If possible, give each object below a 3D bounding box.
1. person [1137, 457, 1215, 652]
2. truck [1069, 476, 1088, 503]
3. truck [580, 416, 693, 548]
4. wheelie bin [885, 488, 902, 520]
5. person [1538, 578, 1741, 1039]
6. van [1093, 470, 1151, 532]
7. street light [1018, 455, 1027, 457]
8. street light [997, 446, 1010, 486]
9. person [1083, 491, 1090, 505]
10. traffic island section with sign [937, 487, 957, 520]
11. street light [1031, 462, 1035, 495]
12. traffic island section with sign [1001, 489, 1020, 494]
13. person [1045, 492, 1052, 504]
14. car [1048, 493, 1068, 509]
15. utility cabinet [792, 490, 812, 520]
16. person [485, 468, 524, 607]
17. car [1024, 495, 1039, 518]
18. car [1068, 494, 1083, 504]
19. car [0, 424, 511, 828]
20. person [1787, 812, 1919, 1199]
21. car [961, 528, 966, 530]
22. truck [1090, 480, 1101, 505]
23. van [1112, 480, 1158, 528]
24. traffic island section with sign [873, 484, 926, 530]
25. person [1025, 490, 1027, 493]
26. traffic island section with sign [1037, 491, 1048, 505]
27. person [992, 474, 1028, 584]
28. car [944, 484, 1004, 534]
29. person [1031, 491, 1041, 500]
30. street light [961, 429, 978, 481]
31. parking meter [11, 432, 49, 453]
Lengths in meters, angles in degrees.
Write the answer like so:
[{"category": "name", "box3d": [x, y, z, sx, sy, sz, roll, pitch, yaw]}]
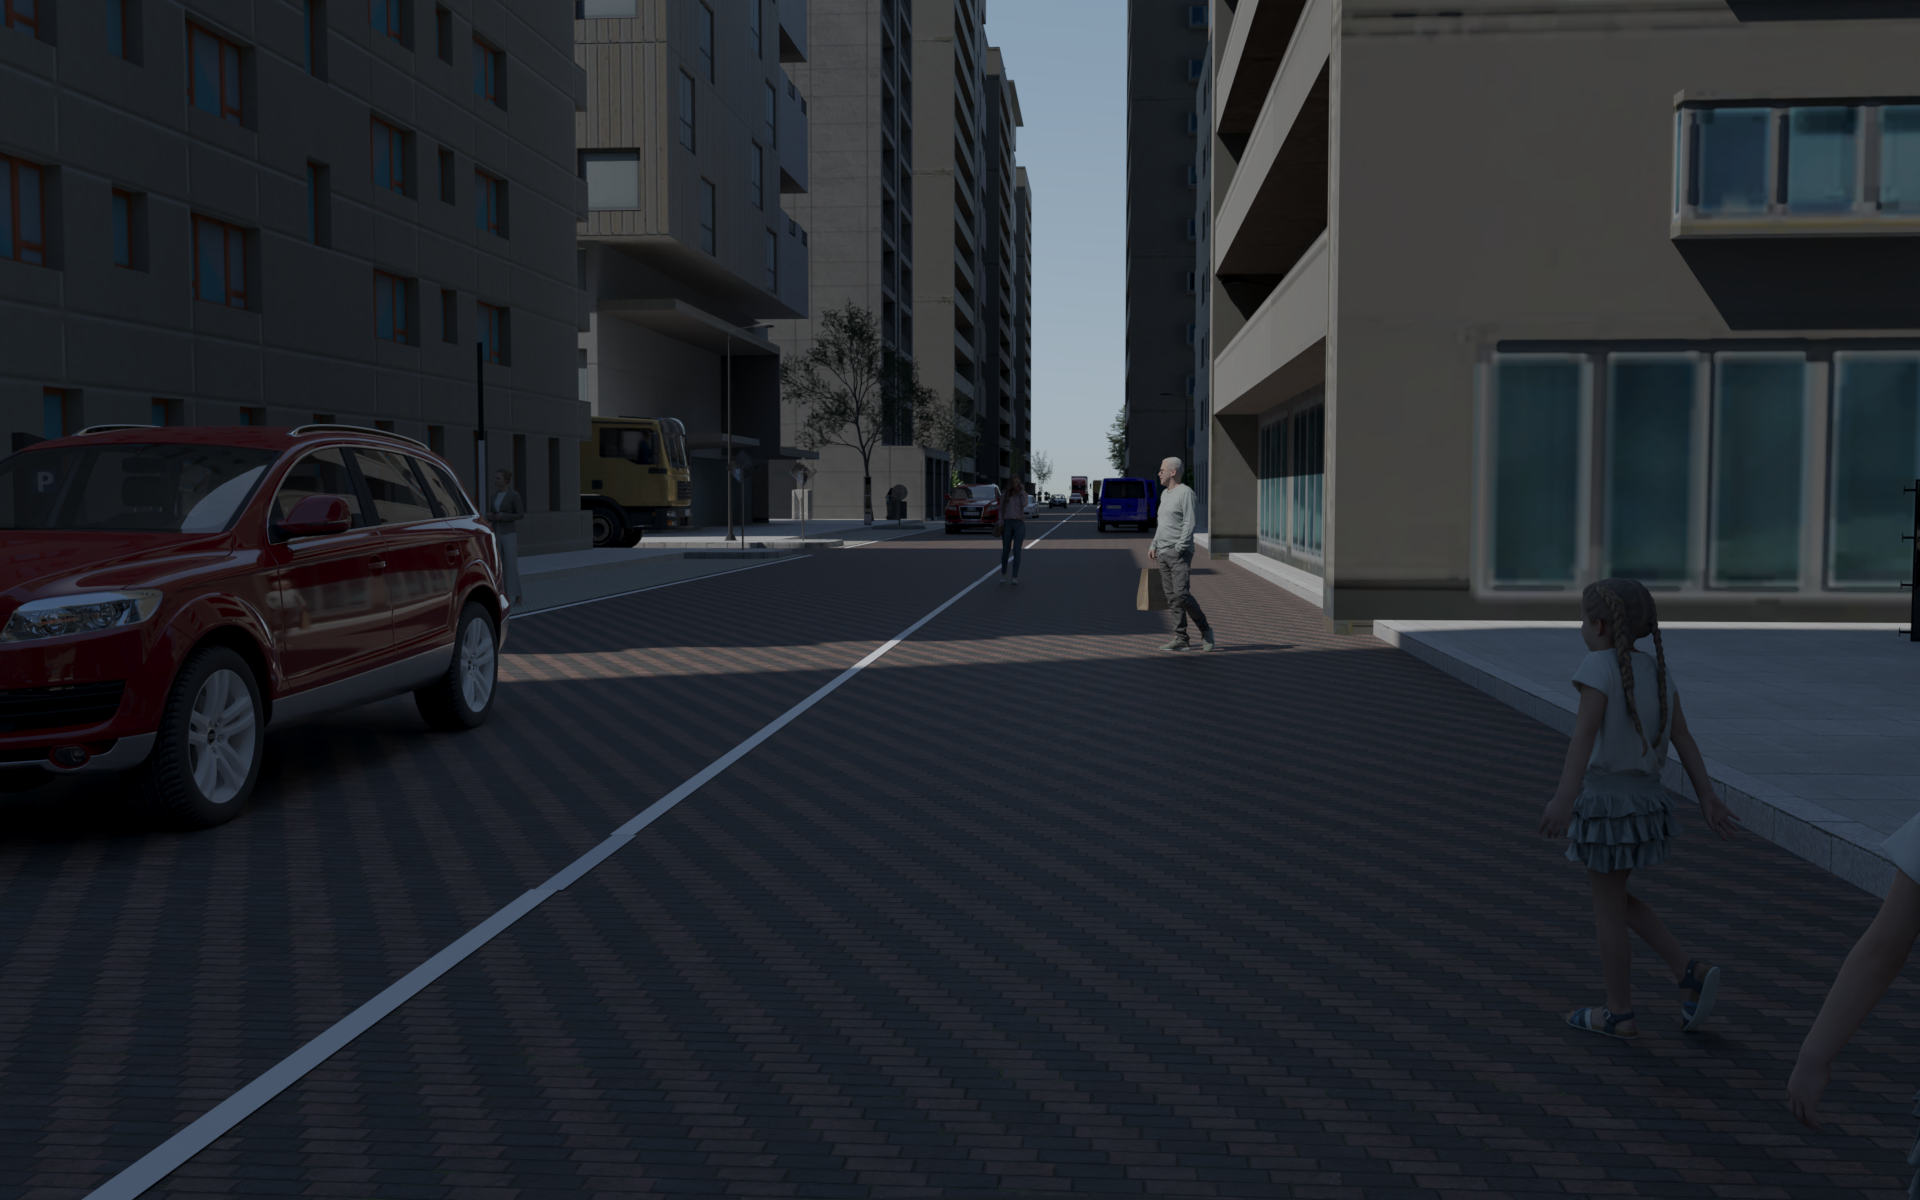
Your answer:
[{"category": "person", "box3d": [1.980, -0.424, 15.924, 0.515, 1.767, 0.782, -1, 4, -22]}, {"category": "truck", "box3d": [18.658, -17.238, 270.759, 2.839, 4.237, 11.283, 0, 4, 5]}, {"category": "truck", "box3d": [-10.914, -2.923, 43.721, 9.791, 3.379, 3.469, 0, 4, 3]}, {"category": "wheelie bin", "box3d": [-3.239, -4.767, 85.841, 0.693, 1.594, 0.980, 3, 4, 36]}, {"category": "person", "box3d": [1.744, 0.550, 4.515, 0.505, 1.210, 0.382, -3, 4, -36]}, {"category": "van", "box3d": [6.250, -3.807, 66.621, 2.240, 2.365, 5.245, 0, 4, 3]}, {"category": "street light", "box3d": [7.316, -14.318, 206.637, 1.470, 5.913, 1.316, 0, 4, 5]}, {"category": "street light", "box3d": [4.089, -11.822, 165.829, 1.470, 5.913, 1.316, 0, 4, 5]}, {"category": "person", "box3d": [16.474, -13.154, 223.581, 1.348, 1.822, 0.705, 3, 4, 36]}, {"category": "traffic island section with sign", "box3d": [-0.226, -5.407, 97.034, 1.989, 1.847, 2.006, 0, 4, 5]}, {"category": "street light", "box3d": [10.765, -16.865, 248.275, 1.470, 5.913, 1.316, 0, 4, 5]}, {"category": "traffic island section with sign", "box3d": [3.840, -8.439, 146.598, 1.989, 1.847, 2.006, 0, 4, 5]}, {"category": "person", "box3d": [13.056, -14.915, 253.176, 1.217, 1.723, 0.721, 1, 4, 23]}, {"category": "car", "box3d": [9.742, -9.932, 172.182, 2.009, 1.686, 4.222, 0, 4, 5]}, {"category": "utility cabinet", "box3d": [-7.876, -4.745, 86.266, 1.173, 1.500, 0.318, 3, 5, 43]}, {"category": "person", "box3d": [-5.822, -0.794, 22.024, 0.519, 1.759, 0.362, 2, 4, 25]}, {"category": "car", "box3d": [3.757, -5.606, 104.015, 2.083, 1.381, 4.827, 0, 4, 5]}, {"category": "car", "box3d": [15.982, -14.098, 239.536, 2.155, 1.783, 4.494, 0, 4, 5]}, {"category": "car", "box3d": [-4.055, -0.031, 9.176, 2.281, 1.827, 5.304, 0, 4, 4]}, {"category": "person", "box3d": [1.362, 0.689, 2.256, 0.505, 1.210, 0.382, 1, 4, 22]}, {"category": "car", "box3d": [0.958, -3.725, 71.131, 2.015, 1.641, 3.980, 0, 4, 3]}, {"category": "truck", "box3d": [19.199, -14.548, 233.782, 3.469, 3.379, 9.791, 0, 4, 5]}, {"category": "van", "box3d": [7.568, -4.349, 75.483, 2.240, 2.365, 5.245, 0, 4, 4]}, {"category": "traffic island section with sign", "box3d": [-2.433, -3.764, 70.169, 1.989, 1.847, 2.006, 0, 4, 5]}, {"category": "person", "box3d": [6.710, -10.268, 176.343, 1.348, 1.831, 0.705, -3, 4, -38]}, {"category": "traffic island section with sign", "box3d": [12.821, -15.133, 256.051, 1.989, 1.847, 2.006, 0, 4, 5]}, {"category": "person", "box3d": [0.816, -1.143, 27.779, 0.593, 1.750, 0.643, 0, 4, 8]}, {"category": "car", "box3d": [0.619, -3.380, 63.939, 2.281, 1.827, 5.304, 0, 4, 5]}, {"category": "person", "box3d": [8.512, -11.484, 196.405, 1.348, 1.807, 0.705, -2, 4, -23]}, {"category": "street light", "box3d": [0.624, -9.275, 124.193, 1.470, 5.913, 1.316, 0, 4, 5]}, {"category": "parking meter", "box3d": [-8.820, -0.667, 16.615, 0.255, 1.863, 0.399, 2, 4, 32]}]
